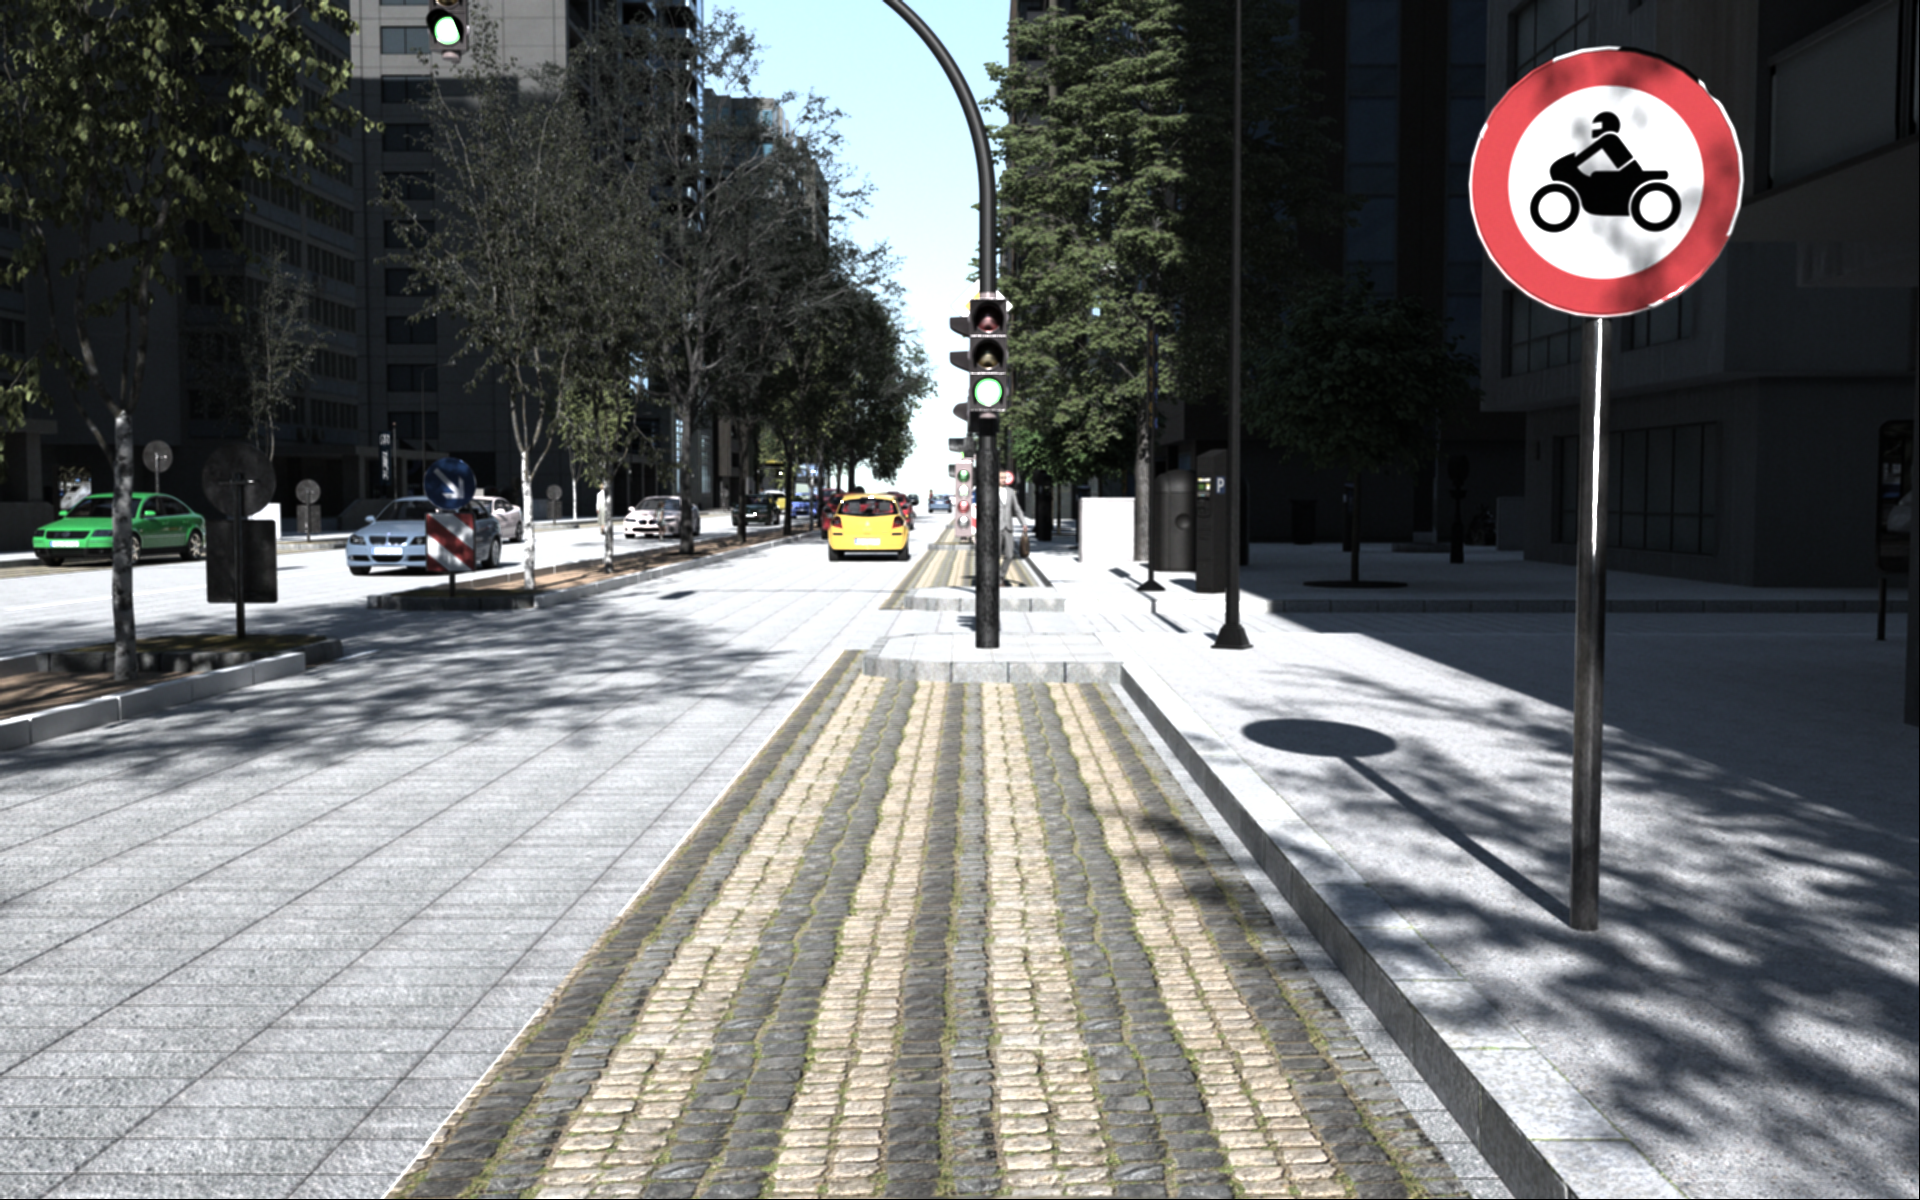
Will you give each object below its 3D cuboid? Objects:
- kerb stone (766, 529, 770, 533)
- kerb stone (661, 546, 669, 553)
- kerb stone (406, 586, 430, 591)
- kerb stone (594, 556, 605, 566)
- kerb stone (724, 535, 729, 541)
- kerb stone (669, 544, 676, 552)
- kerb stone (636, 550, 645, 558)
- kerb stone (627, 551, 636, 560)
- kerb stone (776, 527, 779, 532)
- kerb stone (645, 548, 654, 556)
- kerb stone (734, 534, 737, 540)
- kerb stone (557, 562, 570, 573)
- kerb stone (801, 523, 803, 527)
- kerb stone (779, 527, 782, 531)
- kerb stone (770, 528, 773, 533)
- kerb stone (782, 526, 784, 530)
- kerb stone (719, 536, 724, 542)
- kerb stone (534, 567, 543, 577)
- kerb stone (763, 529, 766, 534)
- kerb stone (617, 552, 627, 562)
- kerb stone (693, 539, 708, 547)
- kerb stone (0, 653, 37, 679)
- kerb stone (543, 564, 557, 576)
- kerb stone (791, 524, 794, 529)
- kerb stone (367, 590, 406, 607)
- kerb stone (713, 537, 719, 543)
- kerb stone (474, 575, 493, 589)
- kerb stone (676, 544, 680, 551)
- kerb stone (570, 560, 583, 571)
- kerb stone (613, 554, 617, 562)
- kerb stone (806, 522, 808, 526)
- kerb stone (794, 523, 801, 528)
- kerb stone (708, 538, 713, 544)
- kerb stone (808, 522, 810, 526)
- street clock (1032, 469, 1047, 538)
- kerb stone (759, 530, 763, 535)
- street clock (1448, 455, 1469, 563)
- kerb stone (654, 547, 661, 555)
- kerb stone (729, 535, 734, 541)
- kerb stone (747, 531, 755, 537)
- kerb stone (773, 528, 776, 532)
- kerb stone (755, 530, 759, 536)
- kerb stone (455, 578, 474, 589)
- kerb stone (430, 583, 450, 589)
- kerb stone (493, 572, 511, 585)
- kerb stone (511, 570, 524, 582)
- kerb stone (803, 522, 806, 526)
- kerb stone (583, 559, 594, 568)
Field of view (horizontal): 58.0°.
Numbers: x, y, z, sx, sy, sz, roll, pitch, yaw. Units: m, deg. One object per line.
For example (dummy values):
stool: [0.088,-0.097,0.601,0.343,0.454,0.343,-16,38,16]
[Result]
kerb stone: [-7.050,-2.449,62.232,0.120,0.150,1.000,0,4,0]
kerb stone: [-7.223,-1.193,41.732,0.120,0.150,1.000,0,4,0]
kerb stone: [-7.381,-0.065,23.311,0.120,0.150,1.000,0,4,0]
kerb stone: [-7.287,-0.745,34.562,0.120,0.150,1.000,0,4,0]
kerb stone: [-7.127,-1.818,51.988,0.120,0.150,1.000,0,4,0]
kerb stone: [-7.209,-1.257,42.754,0.120,0.150,1.000,0,4,0]
kerb stone: [-7.245,-1.003,38.658,0.120,0.150,1.000,0,4,0]
kerb stone: [-7.263,-0.944,37.629,0.120,0.150,1.000,0,4,0]
kerb stone: [-7.020,-2.636,65.297,0.120,0.150,1.000,0,4,0]
kerb stone: [-7.226,-1.070,39.686,0.120,0.150,1.000,0,4,0]
kerb stone: [-7.119,-1.947,54.036,0.120,0.150,1.000,0,4,0]
kerb stone: [-7.306,-0.568,31.489,0.120,0.150,1.000,0,4,0]
kerb stone: [-6.954,-3.200,74.517,0.120,0.150,1.000,0,4,0]
kerb stone: [-7.020,-2.698,66.323,0.120,0.150,1.000,0,4,0]
kerb stone: [-7.039,-2.511,63.254,0.120,0.150,1.000,0,4,0]
kerb stone: [-7.010,-2.759,67.345,0.120,0.150,1.000,0,4,0]
kerb stone: [-7.146,-1.759,50.966,0.120,0.150,1.000,0,4,0]
kerb stone: [-7.324,-0.443,29.444,0.120,0.150,1.000,0,4,0]
kerb stone: [-7.057,-2.384,61.210,0.120,0.150,1.000,0,4,0]
kerb stone: [-7.261,-0.881,36.605,0.120,0.150,1.000,0,4,0]
kerb stone: [-7.173,-1.571,47.878,0.120,0.150,1.000,0,4,0]
kerb stone: [-7.457,0.530,13.523,0.120,0.150,1.000,0,4,0]
kerb stone: [-7.322,-0.506,30.466,0.120,0.150,1.000,0,4,0]
kerb stone: [-6.983,-2.949,70.422,0.120,0.150,1.000,0,4,0]
kerb stone: [-7.390,-0.005,22.280,0.120,0.150,1.000,0,4,0]
kerb stone: [-7.159,-1.696,49.929,0.120,0.150,1.000,0,4,0]
kerb stone: [-7.347,-0.256,26.378,0.120,0.150,1.000,0,4,0]
kerb stone: [-7.201,-1.320,43.778,0.120,0.150,1.000,0,4,0]
kerb stone: [-7.298,-0.625,32.517,0.120,0.150,1.000,0,4,0]
kerb stone: [-7.268,-0.819,35.583,0.120,0.150,1.000,0,4,0]
kerb stone: [-6.931,-3.326,76.572,0.120,0.150,1.000,0,4,0]
kerb stone: [-6.957,-3.137,73.488,0.120,0.150,1.000,0,4,0]
kerb stone: [-7.169,-1.634,48.904,0.120,0.150,1.000,0,4,0]
kerb stone: [-6.921,-3.382,77.613,0.120,0.150,1.000,0,4,0]
street clock: [2.325,-2.801,50.370,0.358,2.002,0.471,3,5,40]
kerb stone: [-7.068,-2.324,60.188,0.120,0.150,1.000,0,4,0]
street clock: [9.217,-1.682,32.066,0.358,2.002,0.471,3,4,39]
kerb stone: [-7.233,-1.132,40.708,0.120,0.150,1.000,0,4,0]
kerb stone: [-7.122,-1.883,53.014,0.120,0.150,1.000,0,4,0]
kerb stone: [-7.089,-2.198,58.140,0.120,0.150,1.000,0,4,0]
kerb stone: [-7.041,-2.572,64.276,0.120,0.150,1.000,0,4,0]
kerb stone: [-7.074,-2.260,59.162,0.120,0.150,1.000,0,4,0]
kerb stone: [-7.358,-0.193,25.356,0.120,0.150,1.000,0,4,0]
kerb stone: [-7.370,-0.130,24.334,0.120,0.150,1.000,0,4,0]
kerb stone: [-7.342,-0.318,27.400,0.120,0.150,1.000,0,4,0]
kerb stone: [-7.330,-0.378,28.422,0.120,0.150,1.000,0,4,0]
kerb stone: [-6.941,-3.263,75.539,0.120,0.150,1.000,0,4,0]
kerb stone: [-7.300,-0.694,33.539,0.120,0.150,1.000,0,4,0]
